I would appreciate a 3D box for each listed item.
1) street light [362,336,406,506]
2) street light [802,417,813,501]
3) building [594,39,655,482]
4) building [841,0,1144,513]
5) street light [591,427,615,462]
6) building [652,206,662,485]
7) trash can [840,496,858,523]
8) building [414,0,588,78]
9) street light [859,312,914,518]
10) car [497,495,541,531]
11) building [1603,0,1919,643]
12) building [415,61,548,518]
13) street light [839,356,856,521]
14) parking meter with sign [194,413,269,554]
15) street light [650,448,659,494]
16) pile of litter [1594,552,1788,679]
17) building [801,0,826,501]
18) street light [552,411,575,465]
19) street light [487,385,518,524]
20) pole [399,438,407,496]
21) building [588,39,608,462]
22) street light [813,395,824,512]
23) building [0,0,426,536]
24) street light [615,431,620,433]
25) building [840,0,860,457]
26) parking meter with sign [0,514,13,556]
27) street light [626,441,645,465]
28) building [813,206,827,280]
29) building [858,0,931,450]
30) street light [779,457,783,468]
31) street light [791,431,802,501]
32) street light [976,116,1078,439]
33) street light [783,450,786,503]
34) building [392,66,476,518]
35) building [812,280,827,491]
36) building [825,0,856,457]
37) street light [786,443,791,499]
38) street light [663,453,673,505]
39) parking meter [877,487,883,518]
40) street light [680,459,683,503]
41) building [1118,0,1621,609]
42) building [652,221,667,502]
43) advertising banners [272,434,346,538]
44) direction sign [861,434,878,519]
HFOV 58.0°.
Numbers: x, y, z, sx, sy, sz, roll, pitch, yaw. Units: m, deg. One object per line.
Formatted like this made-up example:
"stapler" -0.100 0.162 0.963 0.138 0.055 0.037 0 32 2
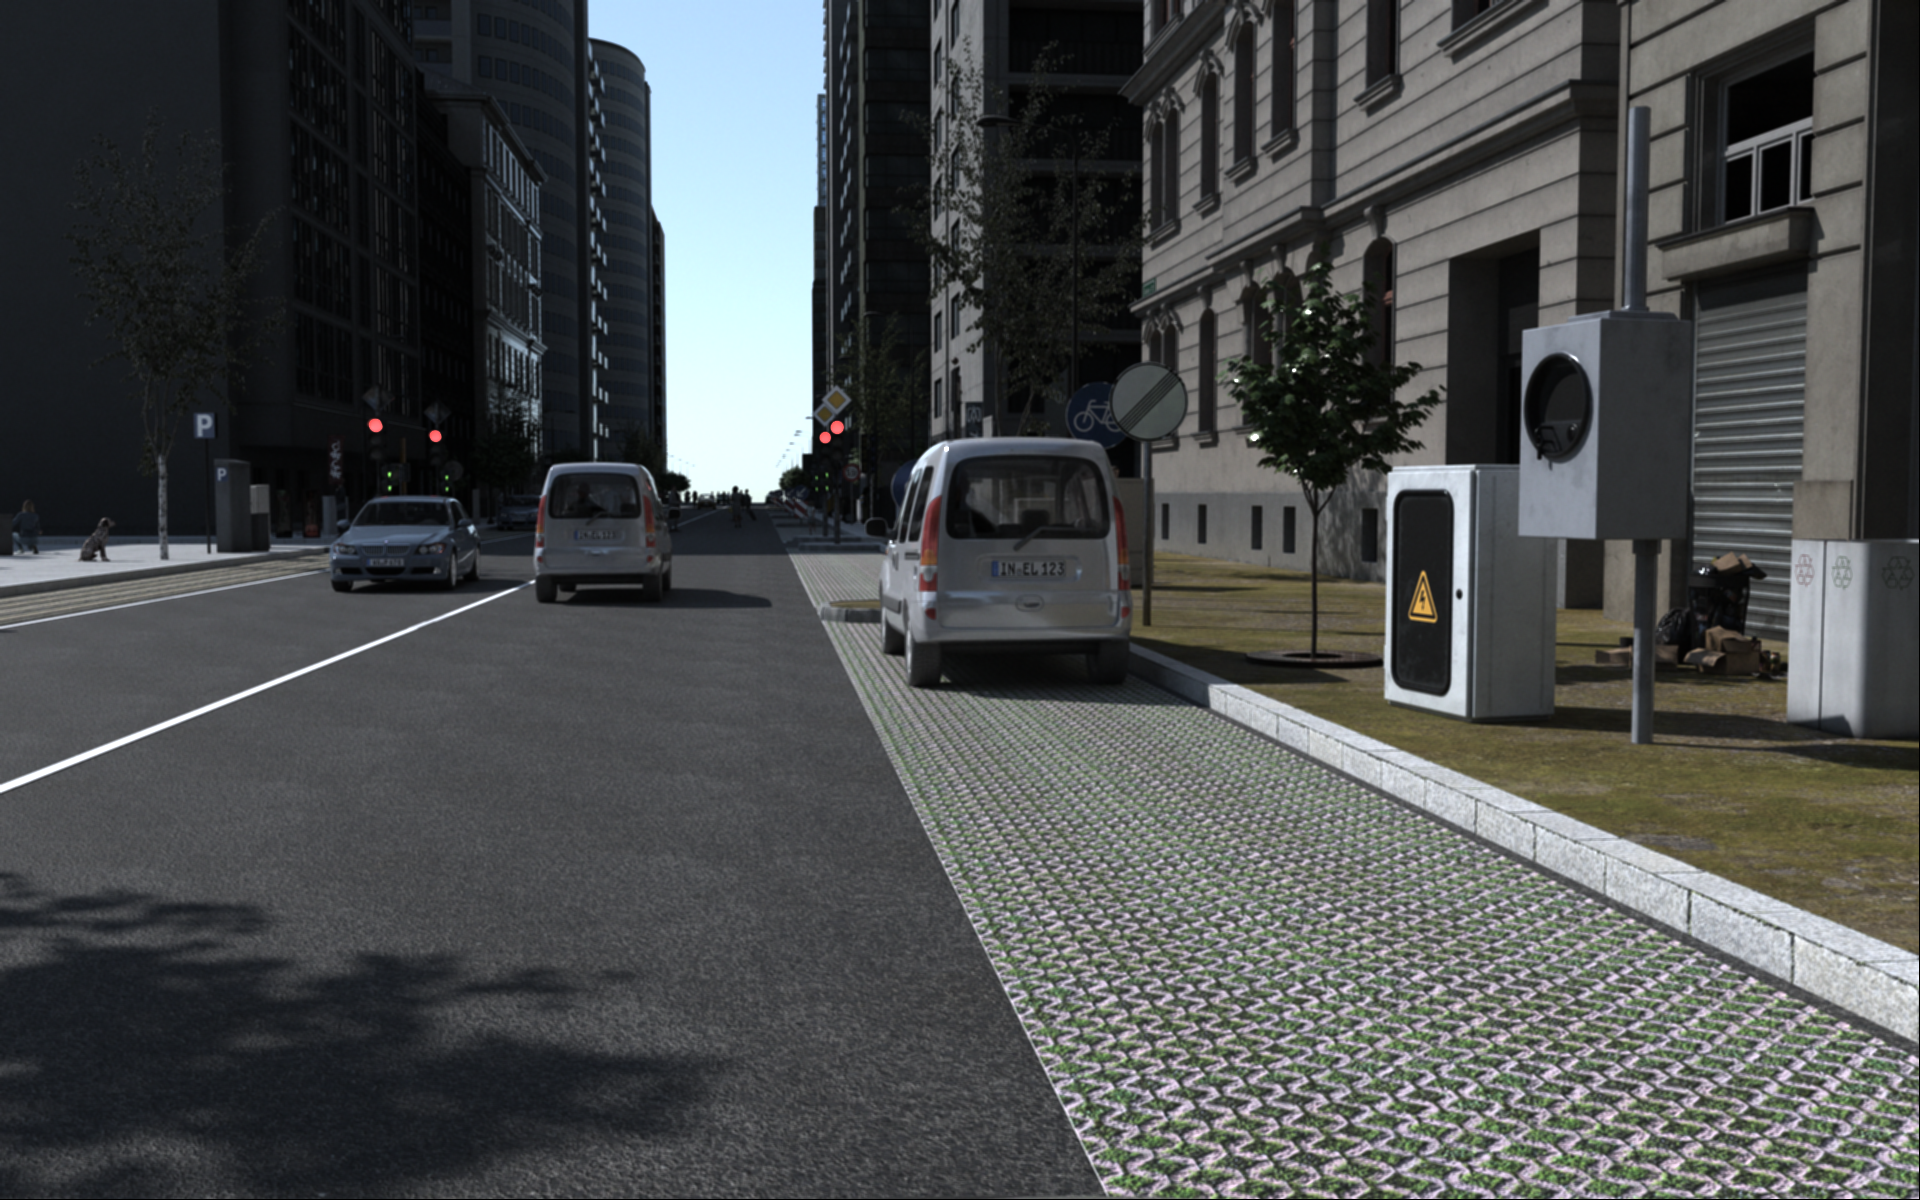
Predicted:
"street light" -16.917 -4.788 50.821 1.470 5.913 1.316 0 4 -7
"street light" -8.617 -8.062 104.352 1.470 5.913 1.316 0 4 -7
"building" -51.144 -41.674 223.374 21.231 58.520 28.212 0 4 -7
"building" 2.048 -41.519 117.090 20.563 71.187 20.611 0 4 -7
"street light" -24.749 -8.967 119.155 1.470 5.913 1.316 0 4 -7
"building" -55.349 -36.584 252.779 22.147 44.769 28.867 0 4 -7
"trash can" -4.827 -3.932 75.945 0.748 1.137 0.748 0 3 0
"building" -41.437 -36.432 137.662 21.231 58.520 28.212 0 4 -7
"street light" -1.760 -4.397 44.437 1.470 5.913 1.316 0 4 -7
"car" -17.236 -3.462 68.608 2.014 1.417 4.499 0 4 -8
"building" 15.478 -10.434 3.875 16.112 22.955 30.059 0 4 -7
"building" -32.440 -18.758 103.953 12.463 27.353 25.104 0 4 -7
"street light" -3.388 -5.260 58.544 1.470 5.913 1.316 0 4 -7
"parking meter with sign" -15.936 -2.554 38.022 0.543 3.016 1.738 1 4 17
"street light" -31.231 -12.313 173.865 1.470 5.913 1.316 0 4 -7
"pile of litter" 5.437 0.078 12.697 1.176 0.858 1.719 -1 4 -14
"building" -13.387 -58.576 270.387 22.319 86.520 31.000 0 4 -7
"street light" -22.118 -7.581 96.486 1.470 5.913 1.316 0 4 -7
"street light" -19.413 -6.175 73.505 1.470 5.913 1.316 0 4 -7
"pole" -20.183 -4.217 62.797 0.158 3.312 0.155 0 3 0
"building" -46.228 -33.512 167.531 23.786 49.044 30.456 0 4 -7
"street light" -6.048 -6.669 81.586 1.470 5.913 1.316 0 4 -7
"building" -29.214 -16.517 63.566 14.314 27.812 24.014 0 4 -7
"street light" -25.796 -9.497 127.816 1.470 5.913 1.316 0 4 -7
"building" 0.731 -32.863 156.912 23.786 49.044 30.456 0 4 -7
"parking meter with sign" -20.449 -2.403 35.543 0.543 3.016 1.738 2 4 35
"street light" -28.388 -10.884 150.489 1.470 5.913 1.316 0 4 -7
"building" -13.958 -34.547 248.437 14.154 41.232 14.086 0 4 -7
"building" 1.607 -19.525 90.936 14.160 30.474 14.107 0 4 -7
"street light" -21.625 -14.962 217.166 1.470 5.913 1.316 0 4 -7
"street light" -12.194 -9.904 134.465 1.470 5.913 1.316 0 4 -7
"street light" 0.892 -2.994 21.494 1.470 5.913 1.316 0 4 -7
"street light" -17.470 -12.719 180.490 1.470 5.913 1.316 0 4 -7
"building" -31.083 -15.525 83.504 12.332 23.373 15.834 0 4 -7
"building" -13.029 -28.319 234.709 14.160 30.474 14.107 0 4 -7
"building" -3.799 -39.368 185.672 21.231 58.520 28.212 0 4 -7
"street light" -14.800 -11.290 157.137 1.470 5.913 1.316 0 4 -7
"street light" -33.784 -13.731 197.045 1.470 5.913 1.316 0 4 -7
"parking meter" -2.915 -3.323 62.743 0.372 1.533 0.369 0 3 0
"street light" -37.966 -15.887 232.296 1.470 5.913 1.316 0 4 -7
"building" 11.643 -14.851 30.196 14.401 28.519 23.554 0 4 -7
"building" -54.043 -38.216 274.949 14.600 45.320 14.200 0 4 -7
"advertising banners" -18.955 -3.320 50.466 2.074 3.025 0.090 -1 4 -14
"direction sign" -3.410 -4.474 65.141 0.876 3.537 0.379 3 5 43
